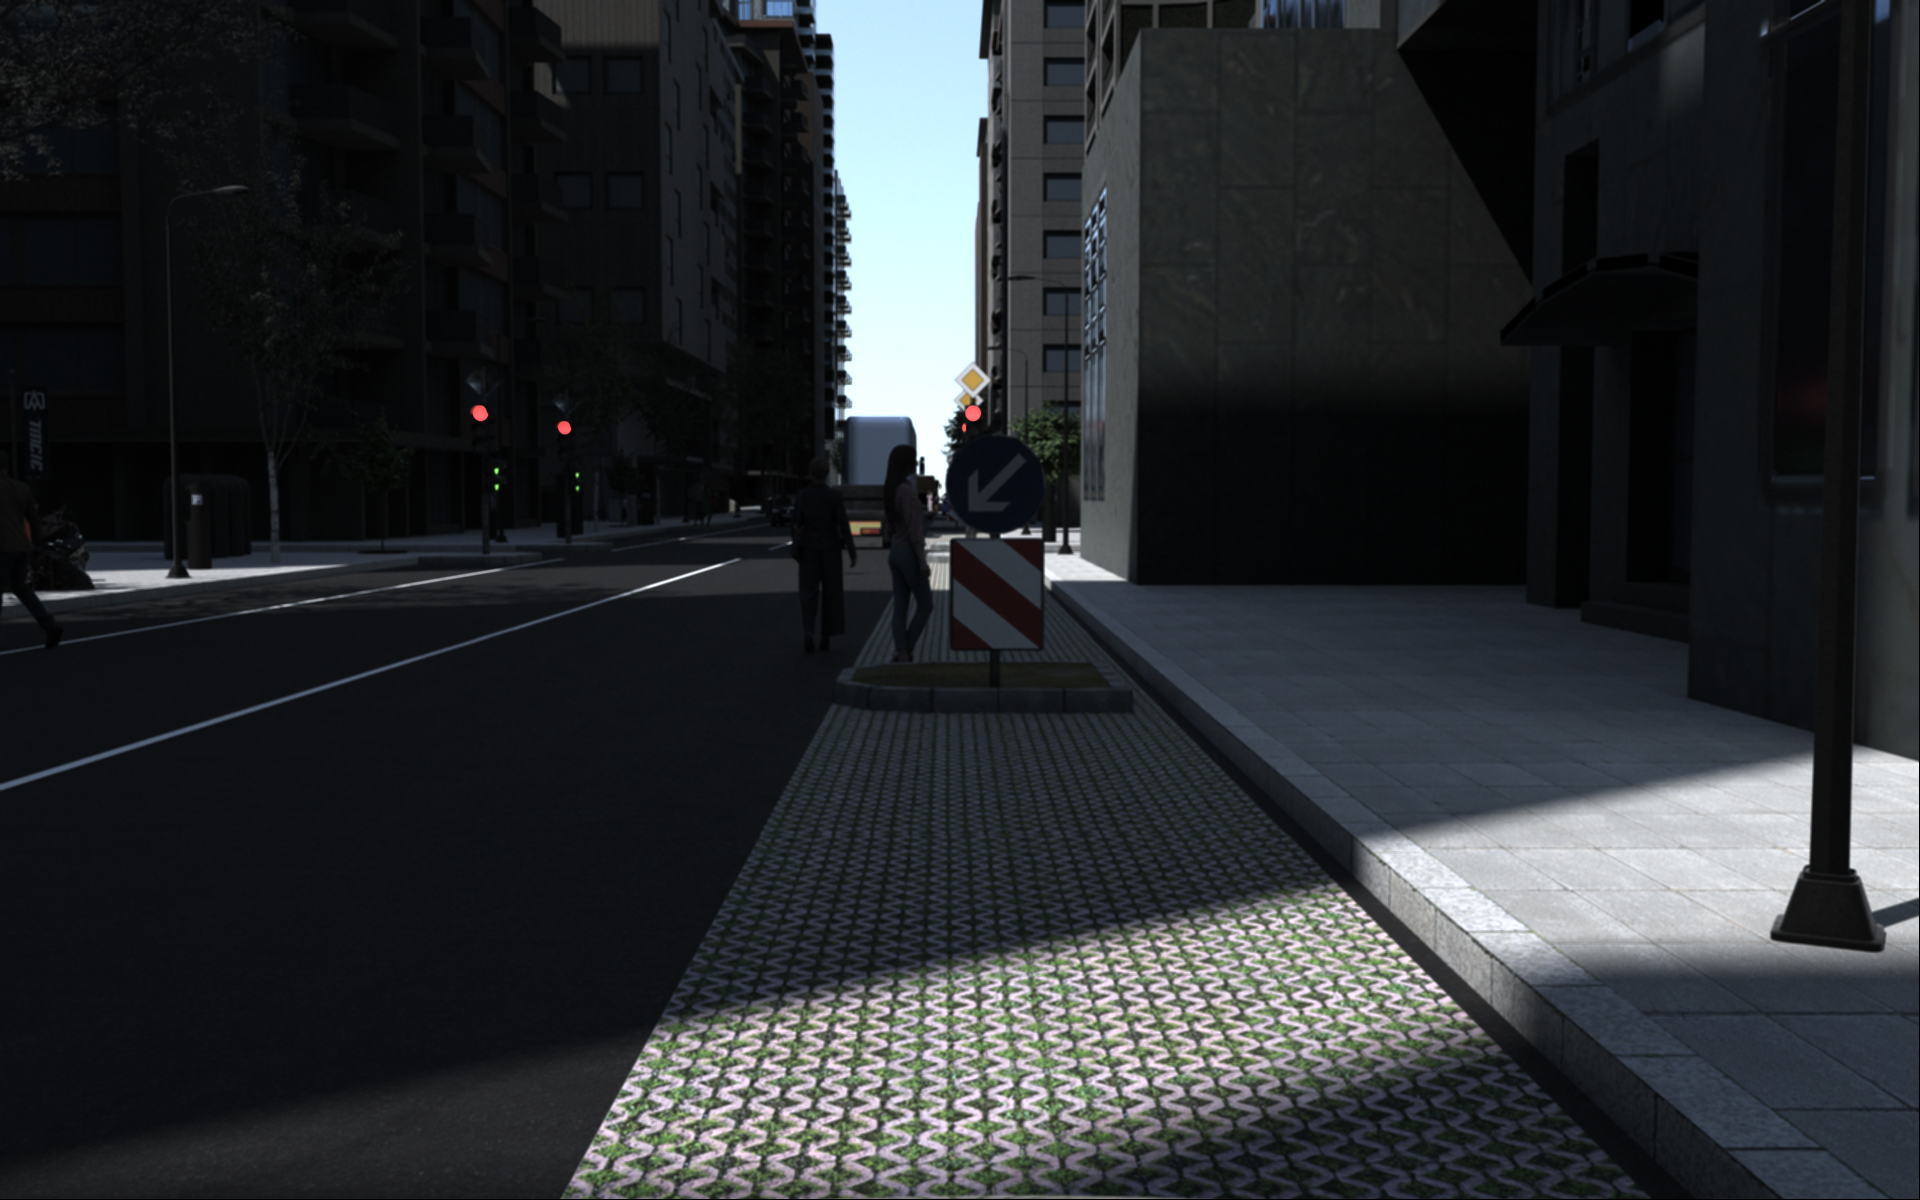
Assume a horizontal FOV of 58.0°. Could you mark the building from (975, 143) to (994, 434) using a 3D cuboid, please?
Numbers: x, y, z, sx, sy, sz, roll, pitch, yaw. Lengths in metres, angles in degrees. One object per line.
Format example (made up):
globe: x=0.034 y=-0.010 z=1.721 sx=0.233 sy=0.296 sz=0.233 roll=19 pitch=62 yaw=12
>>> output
building: x=9.355 y=-34.613 z=216.027 sx=14.600 sy=45.320 sz=14.200 roll=0 pitch=4 yaw=0

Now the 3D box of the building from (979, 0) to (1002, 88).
building: x=16.561 y=-36.174 z=180.678 sx=28.713 sy=52.752 sz=27.495 roll=0 pitch=4 yaw=0

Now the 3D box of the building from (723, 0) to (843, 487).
building: x=-25.737 y=-55.401 z=218.478 sx=22.319 sy=86.520 sz=31.000 roll=0 pitch=4 yaw=0

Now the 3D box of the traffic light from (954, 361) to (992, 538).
traffic light: x=0.255 y=-2.927 z=36.783 sx=0.839 sy=4.253 sz=0.868 roll=0 pitch=4 yaw=0

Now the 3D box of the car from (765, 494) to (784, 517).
car: x=-10.272 y=-5.416 z=100.553 sx=2.014 sy=1.417 sz=4.499 roll=0 pitch=4 yaw=-1

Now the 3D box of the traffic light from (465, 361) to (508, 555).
traffic light: x=-10.056 y=-2.922 z=36.699 sx=0.839 sy=4.253 sz=0.868 roll=0 pitch=4 yaw=0

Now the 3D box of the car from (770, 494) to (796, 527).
car: x=-7.453 y=-4.152 z=77.669 sx=2.009 sy=1.686 sz=4.222 roll=0 pitch=4 yaw=2

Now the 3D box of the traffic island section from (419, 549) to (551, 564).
traffic island section: x=-10.096 y=-0.890 z=36.834 sx=2.009 sy=0.180 sz=2.903 roll=0 pitch=4 yaw=0

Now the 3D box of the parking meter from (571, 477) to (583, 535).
parking meter: x=-12.060 y=-2.981 z=54.453 sx=0.255 sy=1.863 sz=0.399 roll=2 pitch=4 yaw=32

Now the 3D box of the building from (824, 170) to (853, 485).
building: x=-27.083 y=-38.584 z=250.464 sx=23.786 sy=49.044 sz=30.456 roll=0 pitch=4 yaw=0

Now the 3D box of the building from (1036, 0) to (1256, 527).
building: x=13.884 y=-38.613 z=69.574 sx=20.563 sy=71.187 sz=20.611 roll=0 pitch=4 yaw=0

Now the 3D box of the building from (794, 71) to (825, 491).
building: x=-21.566 y=-32.447 z=180.623 sx=14.600 sy=45.320 sz=14.200 roll=0 pitch=4 yaw=0

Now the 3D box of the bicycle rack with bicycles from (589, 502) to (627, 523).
bicycle rack with bicycles: x=-15.532 y=-3.970 z=78.285 sx=2.852 sy=0.926 sz=2.925 roll=0 pitch=4 yaw=0

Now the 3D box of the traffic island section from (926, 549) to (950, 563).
traffic island section: x=0.295 y=-0.894 z=36.897 sx=2.009 sy=0.180 sz=2.903 roll=0 pitch=4 yaw=0

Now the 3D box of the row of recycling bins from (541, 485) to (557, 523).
row of recycling bins: x=-18.163 y=-4.354 z=78.297 sx=1.069 sy=1.692 sz=3.534 roll=1 pitch=4 yaw=9

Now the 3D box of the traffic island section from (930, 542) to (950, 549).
traffic island section: x=0.242 y=-1.382 z=44.882 sx=2.009 sy=0.180 sz=2.903 roll=0 pitch=4 yaw=0

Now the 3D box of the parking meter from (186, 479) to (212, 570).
parking meter: x=-12.976 y=-1.291 z=29.523 sx=0.372 sy=1.533 sz=0.369 roll=0 pitch=3 yaw=0

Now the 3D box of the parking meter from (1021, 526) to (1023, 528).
parking meter: x=2.200 y=-3.696 z=66.147 sx=0.255 sy=1.863 sz=0.399 roll=3 pitch=5 yaw=44

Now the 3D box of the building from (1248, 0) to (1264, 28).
building: x=16.943 y=-24.588 z=52.121 sx=14.200 sy=45.320 sz=14.600 roll=0 pitch=4 yaw=0

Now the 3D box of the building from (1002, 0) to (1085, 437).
building: x=13.065 y=-34.432 z=104.959 sx=21.231 sy=58.520 sz=28.212 roll=0 pitch=4 yaw=0

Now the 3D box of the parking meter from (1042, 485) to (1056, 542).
parking meter: x=2.377 y=-2.310 z=46.173 sx=0.372 sy=1.533 sz=0.369 roll=0 pitch=3 yaw=0

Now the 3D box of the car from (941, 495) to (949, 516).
car: x=-0.343 y=-6.486 z=115.630 sx=1.945 sy=1.707 sz=3.694 roll=0 pitch=4 yaw=1

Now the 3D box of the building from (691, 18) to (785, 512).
building: x=-30.063 y=-26.924 z=132.091 sx=32.217 sy=40.220 sz=23.993 roll=0 pitch=4 yaw=0

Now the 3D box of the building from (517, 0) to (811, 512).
building: x=-25.433 y=-30.835 z=158.775 sx=22.147 sy=44.769 sz=28.867 roll=0 pitch=4 yaw=0

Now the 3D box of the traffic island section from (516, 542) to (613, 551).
traffic island section: x=-10.149 y=-1.378 z=44.818 sx=2.009 sy=0.180 sz=2.903 roll=0 pitch=4 yaw=0

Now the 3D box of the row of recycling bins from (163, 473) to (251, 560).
row of recycling bins: x=-15.283 y=-1.726 z=35.336 sx=1.069 sy=1.692 sz=3.534 roll=0 pitch=4 yaw=-6

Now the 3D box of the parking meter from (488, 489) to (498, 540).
parking meter: x=-13.188 y=-2.460 z=48.631 sx=0.372 sy=1.533 sz=0.369 roll=0 pitch=3 yaw=0

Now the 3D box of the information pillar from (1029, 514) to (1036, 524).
information pillar: x=3.089 y=-4.223 z=73.534 sx=0.304 sy=2.012 sz=0.304 roll=0 pitch=4 yaw=5

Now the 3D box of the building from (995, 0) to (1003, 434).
building: x=14.317 y=-30.468 z=152.777 sx=22.147 sy=44.769 sz=28.867 roll=0 pitch=4 yaw=0

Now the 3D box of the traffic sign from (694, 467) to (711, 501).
traffic sign: x=-12.069 y=-4.958 z=81.163 sx=0.768 sy=2.556 sz=0.104 roll=0 pitch=4 yaw=0

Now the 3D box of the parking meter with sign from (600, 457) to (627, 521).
parking meter with sign: x=-15.984 y=-5.204 z=81.352 sx=1.738 sy=3.016 sz=0.543 roll=0 pitch=4 yaw=-7

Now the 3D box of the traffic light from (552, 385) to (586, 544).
traffic light: x=-10.109 y=-3.411 z=44.684 sx=0.839 sy=4.253 sz=0.868 roll=0 pitch=4 yaw=0

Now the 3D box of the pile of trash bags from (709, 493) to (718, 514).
pile of trash bags: x=-17.199 y=-6.215 z=111.363 sx=3.447 sy=1.369 sz=1.912 roll=1 pitch=4 yaw=13

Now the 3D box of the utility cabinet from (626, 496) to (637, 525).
utility cabinet: x=-13.592 y=-3.782 z=73.004 sx=0.306 sy=1.237 sz=1.020 roll=2 pitch=4 yaw=33

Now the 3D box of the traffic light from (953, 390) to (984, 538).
traffic light: x=0.202 y=-3.416 z=44.768 sx=0.839 sy=4.253 sz=0.868 roll=0 pitch=4 yaw=0

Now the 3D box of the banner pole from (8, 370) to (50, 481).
banner pole: x=-18.899 y=-2.758 z=35.116 sx=0.863 sy=3.779 sz=0.401 roll=-2 pitch=4 yaw=-29

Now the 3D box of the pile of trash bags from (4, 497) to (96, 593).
pile of trash bags: x=-13.020 y=-0.863 z=23.859 sx=1.912 sy=1.369 sz=3.447 roll=-2 pitch=4 yaw=-28

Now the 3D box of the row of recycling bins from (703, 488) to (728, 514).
row of recycling bins: x=-16.188 y=-6.582 z=114.734 sx=1.069 sy=1.692 sz=3.534 roll=1 pitch=4 yaw=10

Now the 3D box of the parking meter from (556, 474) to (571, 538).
parking meter: x=-11.628 y=-2.746 z=50.604 sx=0.255 sy=1.863 sz=0.399 roll=0 pitch=4 yaw=-1
